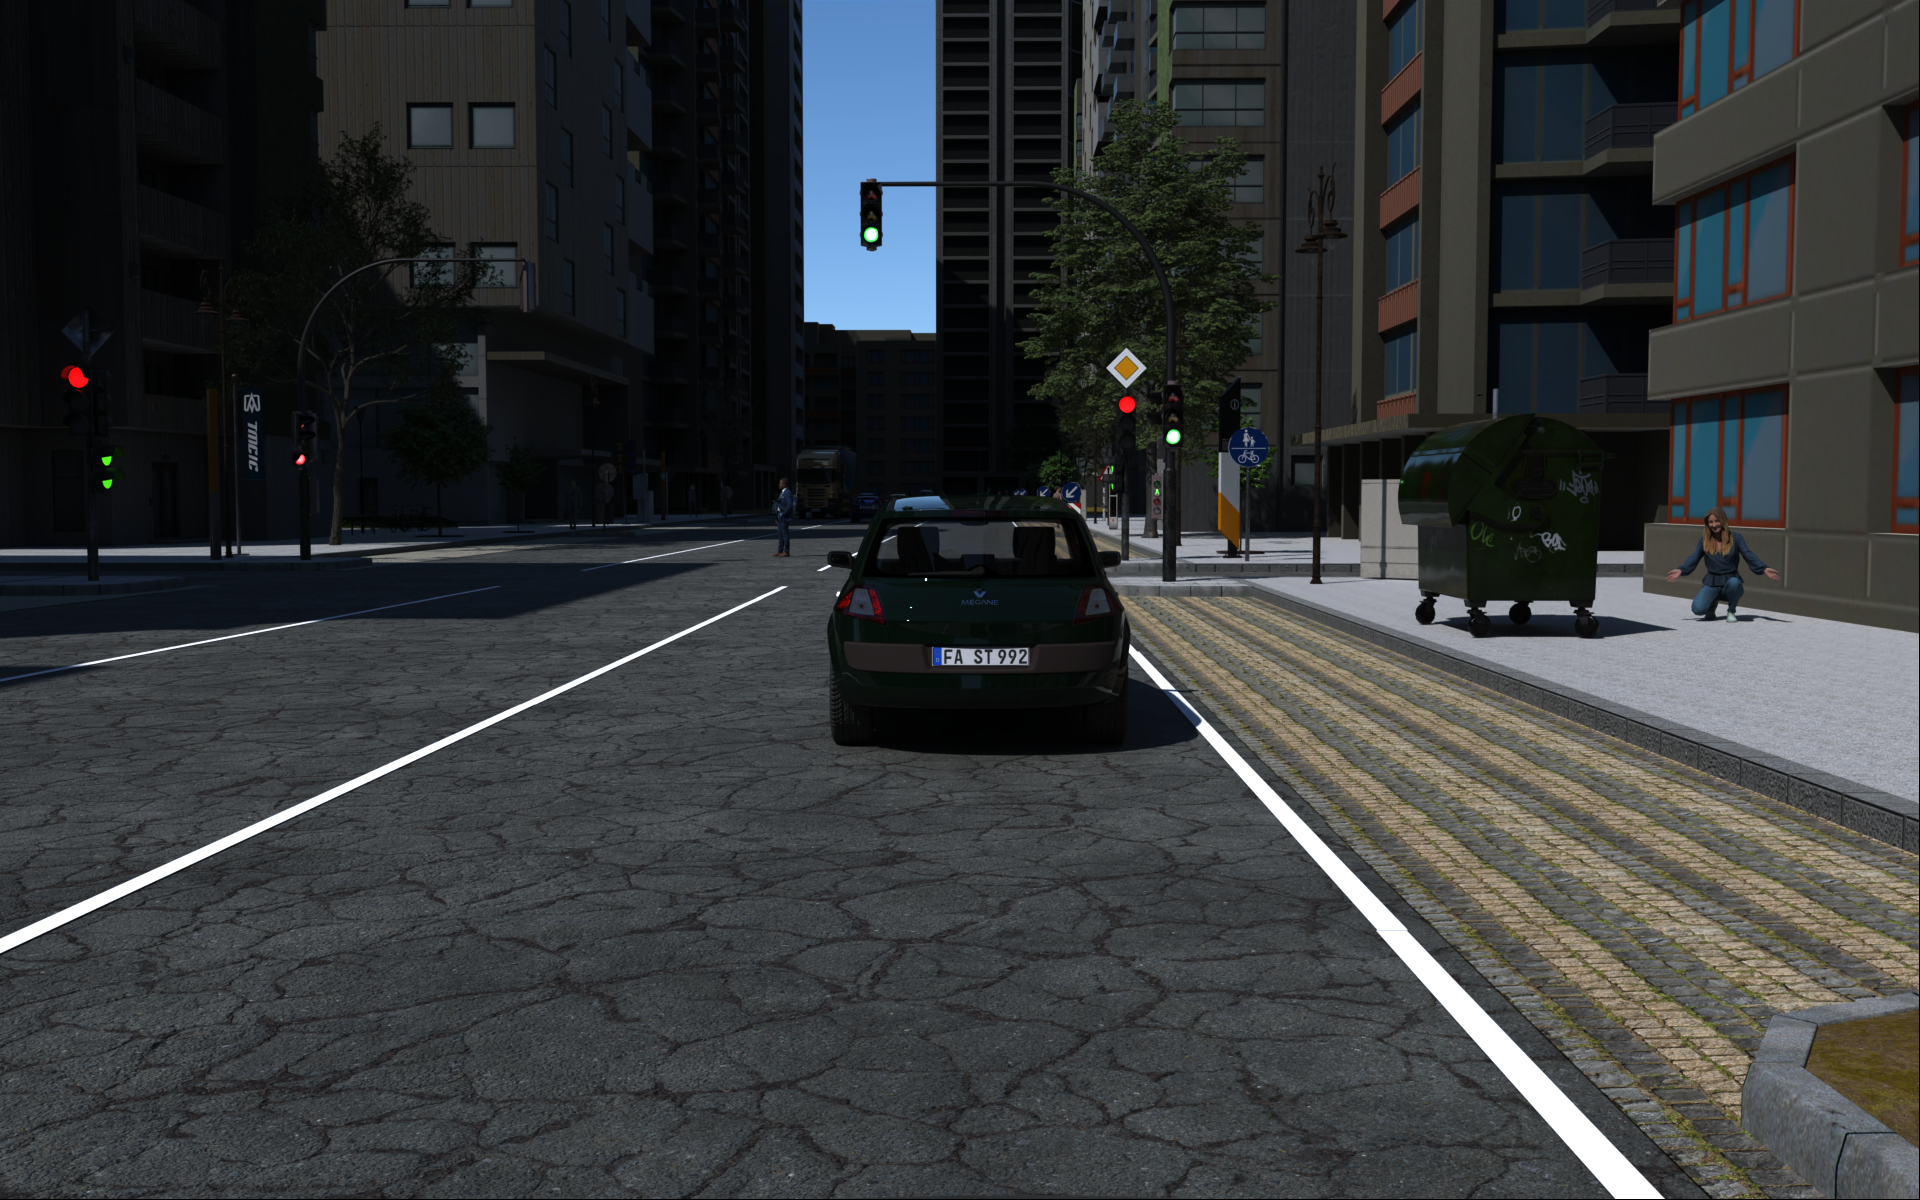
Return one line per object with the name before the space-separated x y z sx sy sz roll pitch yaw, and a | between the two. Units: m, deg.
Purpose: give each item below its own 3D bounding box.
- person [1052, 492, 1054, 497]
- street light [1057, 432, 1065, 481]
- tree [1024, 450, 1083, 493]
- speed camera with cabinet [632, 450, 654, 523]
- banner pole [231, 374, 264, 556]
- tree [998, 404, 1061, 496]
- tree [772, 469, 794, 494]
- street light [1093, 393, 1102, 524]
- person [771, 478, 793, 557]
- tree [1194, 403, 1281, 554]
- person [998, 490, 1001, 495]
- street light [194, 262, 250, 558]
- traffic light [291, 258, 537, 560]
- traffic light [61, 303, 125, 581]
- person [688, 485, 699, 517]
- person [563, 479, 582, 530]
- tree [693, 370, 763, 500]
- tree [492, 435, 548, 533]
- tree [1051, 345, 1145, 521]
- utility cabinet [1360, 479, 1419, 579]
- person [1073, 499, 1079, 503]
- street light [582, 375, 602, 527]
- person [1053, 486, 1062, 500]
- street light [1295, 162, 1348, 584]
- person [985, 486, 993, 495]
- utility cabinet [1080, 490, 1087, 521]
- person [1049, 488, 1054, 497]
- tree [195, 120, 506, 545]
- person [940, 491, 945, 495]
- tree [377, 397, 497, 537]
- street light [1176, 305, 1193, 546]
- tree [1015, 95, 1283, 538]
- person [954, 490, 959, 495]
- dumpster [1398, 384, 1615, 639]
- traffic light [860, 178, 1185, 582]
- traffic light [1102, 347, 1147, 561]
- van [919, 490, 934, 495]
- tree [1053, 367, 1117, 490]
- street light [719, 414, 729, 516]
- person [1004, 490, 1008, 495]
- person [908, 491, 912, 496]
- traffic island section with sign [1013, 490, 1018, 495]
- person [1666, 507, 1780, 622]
person | 9.893 -10.943 188.204 0.721 1.735 1.217 0 4 -3
street light | 6.295 -8.246 107.609 0.468 5.910 1.993 0 4 1
tree | 7.216 -8.754 126.841 4.285 4.588 4.351 0 3 0
speed camera with cabinet | -14.367 -5.148 78.501 0.660 3.252 2.038 0 4 1
banner pole | -14.857 -2.817 36.079 0.863 3.779 0.401 1 4 12
tree | 7.437 -15.063 180.693 7.601 10.594 8.767 0 4 7
tree | -14.158 -8.705 136.928 1.663 3.219 1.824 0 3 0
street light | 5.877 -6.253 75.027 0.468 5.910 1.993 0 4 1
person | -4.021 -1.889 39.564 0.419 1.800 0.721 -2 4 -25
tree | 6.132 -2.603 37.155 1.663 3.219 1.824 0 3 0
person | 3.168 -8.031 140.616 0.445 1.727 0.742 0 4 2
street light | -14.731 -3.788 34.721 0.468 5.910 1.993 0 4 1
traffic light | -10.600 -3.600 33.522 4.771 5.953 1.251 0 4 1
traffic light | -12.817 -2.239 25.535 0.839 4.253 0.868 0 4 1
person | -14.951 -5.550 96.974 0.537 1.800 0.526 3 4 37
person | -14.000 -3.450 62.552 0.694 1.812 0.767 0 4 0
tree | -14.084 -9.392 103.921 4.360 8.622 3.978 0 3 0
tree | -14.728 -3.840 57.384 1.663 3.219 1.824 0 3 0
tree | 6.591 -8.027 81.606 4.360 8.622 3.978 0 3 0
utility cabinet | 6.618 -1.058 25.979 1.173 1.500 0.318 3 5 41
person | 9.968 -8.702 148.766 0.683 1.767 0.568 0 4 -6
street light | -14.248 -5.774 67.186 0.468 5.910 1.993 0 4 1
person | 4.254 -3.976 73.854 0.599 1.781 0.374 3 5 42
street light | 5.092 -3.168 24.578 0.468 5.910 1.993 0 4 1
person | 1.731 -6.077 107.226 0.648 1.900 0.474 0 4 -3
utility cabinet | 5.917 -4.535 82.826 0.318 1.500 1.173 0 4 5
person | 7.942 -8.982 152.840 1.348 1.831 0.705 -1 4 -17
tree | -15.336 -6.646 43.076 7.601 10.594 8.767 0 4 7
person | -1.427 -7.994 140.147 0.756 1.711 0.436 2 4 25
tree | -15.707 -4.181 52.067 4.285 4.588 4.351 0 3 0
street light | 5.395 -4.269 42.582 0.468 5.910 1.993 0 4 1
tree | 5.493 -8.095 50.478 7.486 12.596 7.792 0 3 0
person | -0.449 -10.156 174.182 1.348 1.869 0.705 3 5 41
dumpster | 5.056 -0.835 16.151 1.502 2.255 1.985 0 4 1
traffic light | 0.950 -3.090 25.197 4.771 5.953 1.251 0 4 1
traffic light | 3.166 -2.714 33.290 0.839 4.253 0.868 0 4 1
van | -3.384 -10.532 179.216 2.013 2.044 4.112 0 4 3
tree | 7.310 -9.255 101.684 4.737 8.622 4.395 0 3 0
street light | -13.591 -7.758 99.629 0.468 5.910 1.993 0 4 1
person | 3.889 -8.083 141.195 0.617 1.759 0.750 -3 5 -40
person | -3.930 -7.951 139.325 0.721 1.723 1.217 -1 4 -9
traffic island section with sign | 5.219 -9.426 162.748 1.989 1.847 2.006 0 4 1
person | 7.710 -0.358 17.387 1.012 1.151 0.738 3 4 36
